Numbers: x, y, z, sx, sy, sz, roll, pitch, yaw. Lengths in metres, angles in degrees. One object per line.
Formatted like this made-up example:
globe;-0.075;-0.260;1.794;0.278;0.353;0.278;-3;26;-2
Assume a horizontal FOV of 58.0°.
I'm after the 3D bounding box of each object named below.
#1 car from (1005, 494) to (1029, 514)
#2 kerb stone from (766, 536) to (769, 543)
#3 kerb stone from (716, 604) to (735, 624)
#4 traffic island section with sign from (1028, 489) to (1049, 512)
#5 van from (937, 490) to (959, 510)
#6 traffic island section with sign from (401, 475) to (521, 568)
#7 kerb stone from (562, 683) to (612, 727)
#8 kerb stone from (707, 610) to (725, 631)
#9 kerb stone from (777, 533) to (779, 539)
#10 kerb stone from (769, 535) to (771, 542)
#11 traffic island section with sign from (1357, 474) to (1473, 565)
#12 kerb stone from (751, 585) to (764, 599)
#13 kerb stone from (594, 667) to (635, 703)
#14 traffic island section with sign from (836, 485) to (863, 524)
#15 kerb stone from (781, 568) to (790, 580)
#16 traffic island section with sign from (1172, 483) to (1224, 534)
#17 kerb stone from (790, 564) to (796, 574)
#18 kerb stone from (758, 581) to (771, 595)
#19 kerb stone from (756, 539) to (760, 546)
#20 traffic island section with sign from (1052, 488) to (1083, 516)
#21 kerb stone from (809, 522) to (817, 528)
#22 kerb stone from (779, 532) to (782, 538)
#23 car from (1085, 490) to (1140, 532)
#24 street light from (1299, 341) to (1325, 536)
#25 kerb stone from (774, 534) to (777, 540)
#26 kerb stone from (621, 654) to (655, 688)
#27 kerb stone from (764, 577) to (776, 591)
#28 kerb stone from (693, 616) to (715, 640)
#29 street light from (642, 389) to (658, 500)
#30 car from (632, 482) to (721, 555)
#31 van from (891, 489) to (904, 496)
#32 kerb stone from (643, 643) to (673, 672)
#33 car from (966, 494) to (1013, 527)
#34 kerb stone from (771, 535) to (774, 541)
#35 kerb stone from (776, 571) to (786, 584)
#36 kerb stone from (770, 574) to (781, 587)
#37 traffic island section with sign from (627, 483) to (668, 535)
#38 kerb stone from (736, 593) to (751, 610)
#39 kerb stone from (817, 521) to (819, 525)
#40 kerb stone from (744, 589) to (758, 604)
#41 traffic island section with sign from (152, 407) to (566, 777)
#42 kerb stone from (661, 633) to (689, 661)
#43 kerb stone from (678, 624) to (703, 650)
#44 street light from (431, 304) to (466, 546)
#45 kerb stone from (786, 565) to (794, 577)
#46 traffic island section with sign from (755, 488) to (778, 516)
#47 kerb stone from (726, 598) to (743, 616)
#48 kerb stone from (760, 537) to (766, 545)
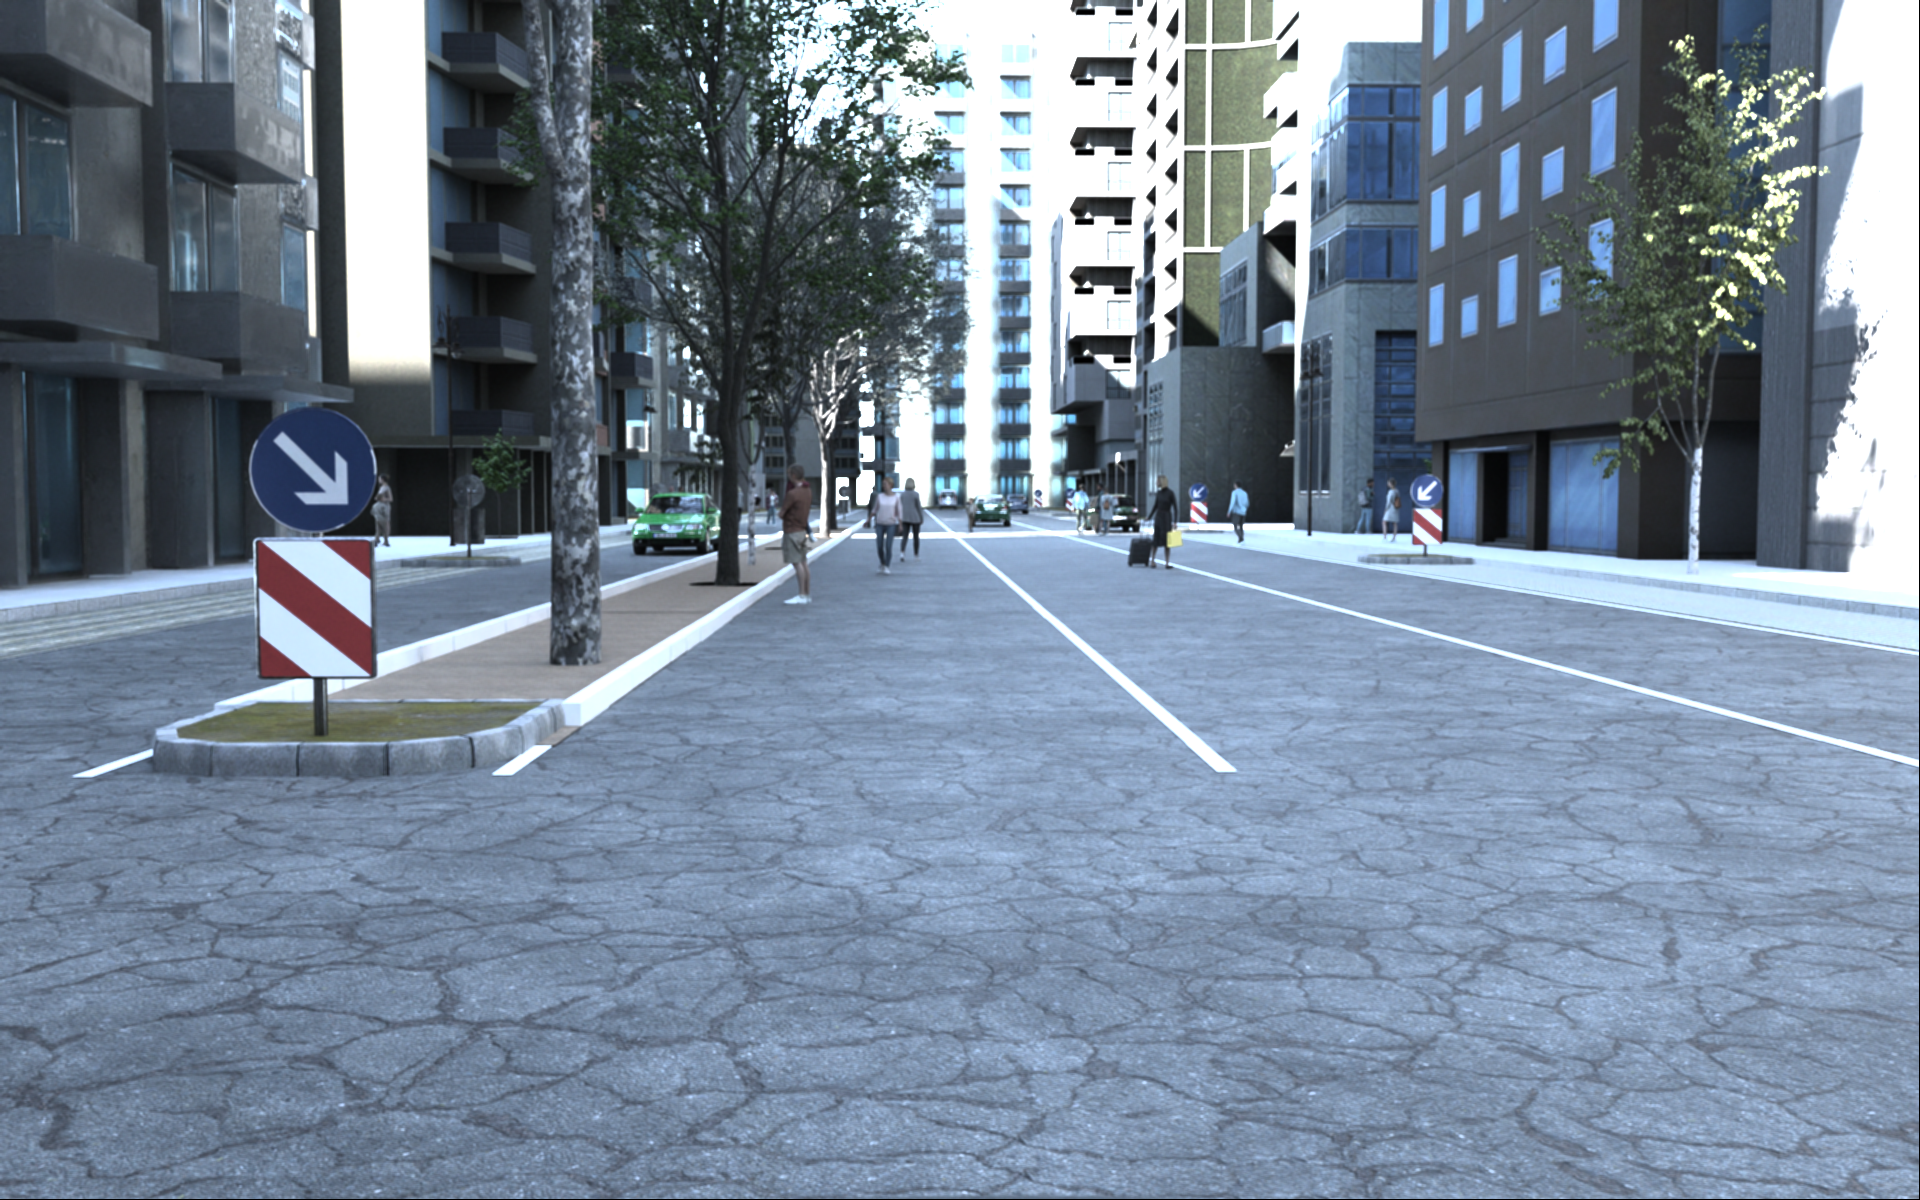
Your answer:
car;4.025;-6.992;126.313;2.014;1.417;4.499;0;4;-2
kerb stone;-5.696;-1.699;49.987;0.120;0.150;1.000;0;4;-2
kerb stone;-2.653;0.175;19.335;0.120;0.150;1.000;0;4;-2
traffic island section with sign;6.157;-8.015;139.679;1.989;1.847;2.006;0;4;-2
van;-1.129;-9.406;160.799;2.013;2.044;4.112;0;4;-1
traffic island section with sign;-9.860;-1.581;34.484;1.989;1.847;2.006;0;4;-2
kerb stone;-2.404;0.676;11.135;0.120;0.150;1.000;0;4;-2
kerb stone;-2.621;0.242;18.313;0.120;0.150;1.000;0;4;-2
kerb stone;-5.823;-1.950;54.084;0.120;0.150;1.000;0;4;-2
kerb stone;-5.729;-1.762;51.009;0.120;0.150;1.000;0;4;-2
traffic island section with sign;9.329;-1.665;35.851;1.989;1.847;2.006;0;4;-2
kerb stone;-2.787;-0.073;23.436;0.120;0.150;1.000;0;4;-2
kerb stone;-2.440;0.615;12.159;0.120;0.150;1.000;0;4;-2
traffic island section with sign;-5.703;-4.690;84.825;2.006;1.907;1.989;0;4;-2
kerb stone;-2.934;-0.389;28.558;0.120;0.150;1.000;0;4;-2
traffic island section with sign;8.495;-3.346;63.328;1.989;1.847;2.006;0;4;-2
kerb stone;-2.998;-0.508;30.606;0.120;0.150;1.000;0;4;-2
kerb stone;-2.811;-0.136;24.460;0.120;0.150;1.000;0;4;-2
kerb stone;-5.597;-1.506;46.920;0.120;0.150;1.000;0;4;-2
traffic island section with sign;6.997;-6.349;112.426;1.989;1.847;2.006;0;4;-2
kerb stone;-6.501;-3.327;76.584;0.120;0.150;1.000;0;4;-2
kerb stone;-5.846;-2.013;55.106;0.120;0.150;1.000;0;4;-2
car;5.775;-3.434;65.936;2.009;1.686;4.222;0;4;-3
street light;10.638;-4.877;52.535;0.468;5.910;1.993;0;4;-2
kerb stone;-5.788;-1.888;53.062;0.120;0.150;1.000;0;4;-2
kerb stone;-2.473;0.551;13.182;0.120;0.150;1.000;0;4;-2
kerb stone;-2.837;-0.200;25.483;0.120;0.150;1.000;0;4;-2
kerb stone;-2.587;0.300;17.291;0.120;0.150;1.000;0;4;-2
street light;-13.304;-6.217;74.434;0.468;5.910;1.993;0;4;-2
car;-6.857;-2.056;42.419;1.959;1.807;4.718;0;4;-1
van;-5.067;-8.249;141.877;2.013;2.044;4.112;0;4;-2
kerb stone;-2.505;0.491;14.210;0.120;0.150;1.000;0;4;-2
car;1.336;-4.040;77.858;2.131;1.459;4.920;0;4;0
kerb stone;-5.753;-1.825;52.040;0.120;0.150;1.000;0;4;-2
kerb stone;-2.895;-0.320;27.531;0.120;0.150;1.000;0;4;-2
kerb stone;-2.878;-0.264;26.506;0.120;0.150;1.000;0;4;-2
traffic island section with sign;-10.689;-3.229;61.426;1.989;1.847;2.006;0;4;-2
kerb stone;-2.719;0.050;21.385;0.120;0.150;1.000;0;4;-2
kerb stone;-6.535;-3.389;77.606;0.120;0.150;1.000;0;4;-2
kerb stone;-2.750;-0.013;22.407;0.120;0.150;1.000;0;4;-2
traffic island section with sign;-3.401;-0.097;9.721;2.006;1.907;1.989;0;4;-2
kerb stone;-2.533;0.427;15.233;0.120;0.150;1.000;0;4;-2
kerb stone;-2.560;0.363;16.256;0.120;0.150;1.000;0;4;-2
street light;-12.466;-4.256;42.376;0.468;5.910;1.993;0;4;-2
kerb stone;-2.966;-0.452;29.579;0.120;0.150;1.000;0;4;-2
traffic island section with sign;-12.227;-6.324;112.024;1.989;1.847;2.006;0;4;-2
kerb stone;-2.690;0.114;20.357;0.120;0.150;1.000;0;4;-2
kerb stone;-5.662;-1.637;48.964;0.120;0.150;1.000;0;4;-2
